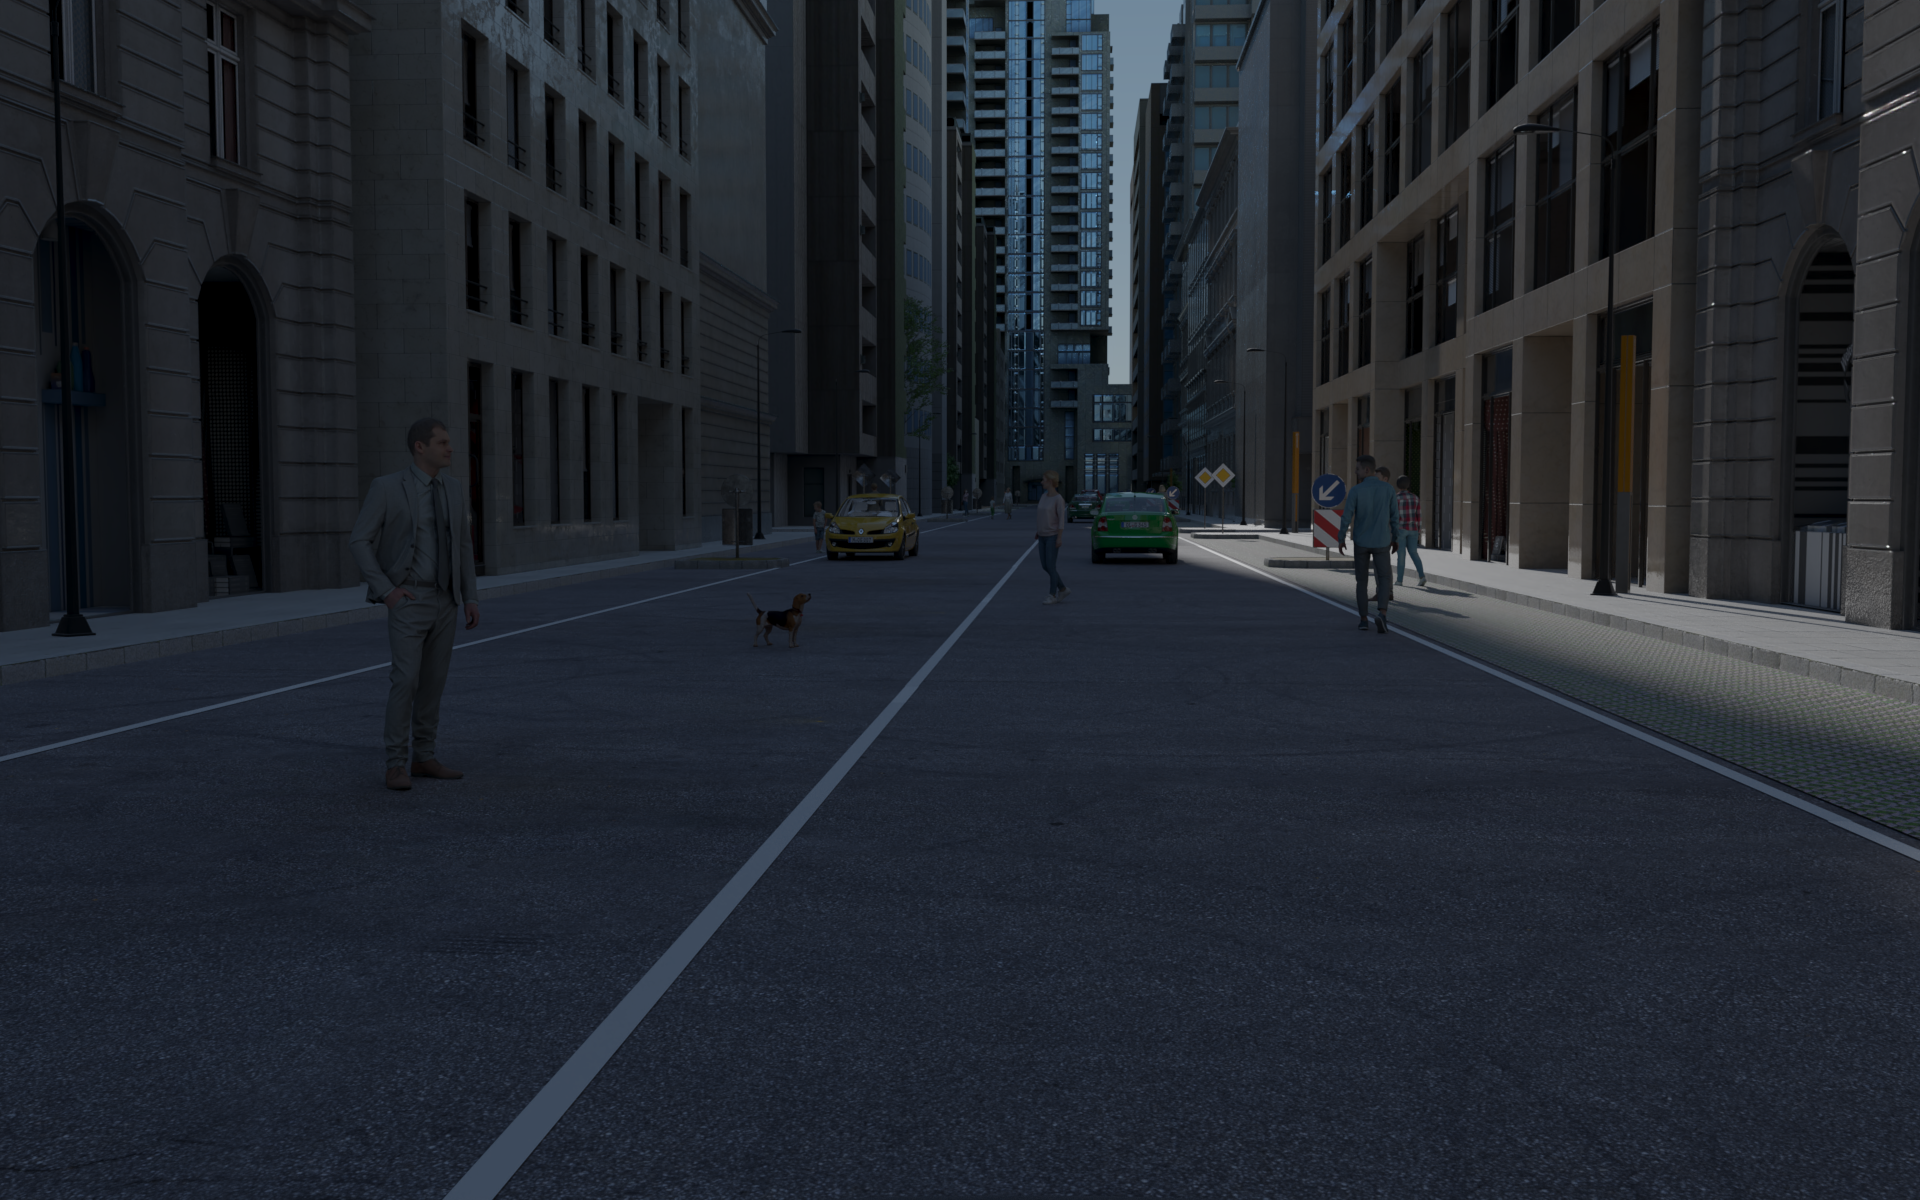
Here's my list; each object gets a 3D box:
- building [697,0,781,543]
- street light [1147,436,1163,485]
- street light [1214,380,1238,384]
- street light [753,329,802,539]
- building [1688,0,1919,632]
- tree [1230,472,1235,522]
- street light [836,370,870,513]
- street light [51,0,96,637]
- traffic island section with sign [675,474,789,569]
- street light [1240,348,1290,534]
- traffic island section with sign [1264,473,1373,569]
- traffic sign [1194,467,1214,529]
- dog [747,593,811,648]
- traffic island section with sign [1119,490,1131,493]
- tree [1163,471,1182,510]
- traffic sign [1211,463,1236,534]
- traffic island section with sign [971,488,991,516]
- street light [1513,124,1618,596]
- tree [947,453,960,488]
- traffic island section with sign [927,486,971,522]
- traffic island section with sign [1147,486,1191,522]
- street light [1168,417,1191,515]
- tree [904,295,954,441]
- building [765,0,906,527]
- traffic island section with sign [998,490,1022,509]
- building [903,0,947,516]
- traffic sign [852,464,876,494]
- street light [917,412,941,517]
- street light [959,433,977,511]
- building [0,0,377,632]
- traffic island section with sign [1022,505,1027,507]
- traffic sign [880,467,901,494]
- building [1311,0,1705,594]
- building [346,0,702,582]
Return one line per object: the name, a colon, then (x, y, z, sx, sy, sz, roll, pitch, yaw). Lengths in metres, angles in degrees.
building: (-23.284, -14.179, 50.917, 34.723, 24.649, 14.460, 0, 4, 4)
street light: (15.633, -10.146, 138.426, 1.470, 5.913, 1.316, 0, 4, 4)
street light: (11.067, -6.008, 70.774, 1.470, 5.913, 1.316, 0, 4, 4)
street light: (-5.147, -4.669, 48.874, 1.470, 5.913, 1.316, 0, 4, 4)
building: (14.214, -10.238, 9.199, 13.314, 21.916, 24.055, 0, 4, 4)
tree: (12.920, -5.176, 79.234, 1.663, 3.219, 1.824, 0, 3, 0)
street light: (-4.070, -5.642, 64.780, 1.470, 5.913, 1.316, 0, 4, 4)
street light: (-7.494, -2.626, 15.478, 1.470, 5.913, 1.316, 0, 4, 4)
traffic island section with sign: (-4.412, -1.551, 33.988, 1.989, 1.847, 2.006, 0, 4, 4)
street light: (9.830, -5.060, 55.272, 1.470, 5.913, 1.316, 0, 4, 4)
traffic island section with sign: (7.032, -1.555, 34.057, 1.989, 1.847, 2.006, 0, 4, 4)
traffic sign: (9.057, -3.694, 64.047, 0.795, 2.450, 0.064, 0, 4, 4)
dog: (-1.698, 0.185, 16.266, 0.540, 0.507, 0.406, -1, 4, -17)
traffic island section with sign: (17.874, -11.248, 192.533, 1.989, 1.847, 2.006, 0, 4, 4)
tree: (17.721, -9.209, 145.174, 1.663, 3.219, 1.824, 0, 3, 0)
traffic sign: (8.512, -3.207, 56.080, 0.795, 2.450, 0.064, 0, 4, 4)
traffic island section with sign: (1.219, -6.594, 116.442, 1.989, 1.847, 2.006, 0, 4, 4)
street light: (7.640, -3.017, 21.865, 1.470, 5.913, 1.316, 0, 4, 4)
tree: (-1.507, -8.524, 123.088, 4.285, 4.588, 4.351, 0, 3, 0)
traffic island section with sign: (-0.619, -4.943, 89.449, 1.989, 1.847, 2.006, 0, 4, 4)
traffic island section with sign: (10.759, -4.895, 88.664, 1.989, 1.847, 2.006, 0, 4, 4)
street light: (13.271, -8.081, 104.666, 1.470, 5.913, 1.316, 0, 4, 4)
tree: (-3.908, -9.691, 84.197, 9.928, 11.665, 9.643, 0, 3, 0)
building: (-9.915, -18.371, 72.061, 14.160, 30.474, 14.107, 0, 4, 4)
traffic island section with sign: (4.683, -9.685, 166.976, 1.989, 1.847, 2.006, 0, 4, 4)
building: (-12.330, -34.347, 103.581, 21.231, 58.520, 28.212, 0, 4, 4)
traffic sign: (-3.154, -3.257, 56.896, 0.795, 2.450, 0.064, 0, 4, 4)
street light: (-1.753, -7.699, 98.425, 1.470, 5.913, 1.316, 0, 4, 4)
street light: (0.590, -9.744, 131.860, 1.470, 5.913, 1.316, 0, 4, 4)
building: (-14.968, -10.428, 12.302, 13.314, 21.916, 24.055, 0, 4, 4)
traffic island section with sign: (6.525, -11.330, 193.868, 1.989, 1.847, 2.006, 0, 4, 4)
traffic sign: (-2.609, -3.744, 64.862, 0.795, 2.450, 0.064, 0, 4, 4)
building: (19.811, -14.268, 37.795, 19.350, 26.468, 34.151, 0, 4, 4)
building: (-11.992, -10.918, 33.266, 10.420, 20.320, 16.860, 0, 4, 4)
